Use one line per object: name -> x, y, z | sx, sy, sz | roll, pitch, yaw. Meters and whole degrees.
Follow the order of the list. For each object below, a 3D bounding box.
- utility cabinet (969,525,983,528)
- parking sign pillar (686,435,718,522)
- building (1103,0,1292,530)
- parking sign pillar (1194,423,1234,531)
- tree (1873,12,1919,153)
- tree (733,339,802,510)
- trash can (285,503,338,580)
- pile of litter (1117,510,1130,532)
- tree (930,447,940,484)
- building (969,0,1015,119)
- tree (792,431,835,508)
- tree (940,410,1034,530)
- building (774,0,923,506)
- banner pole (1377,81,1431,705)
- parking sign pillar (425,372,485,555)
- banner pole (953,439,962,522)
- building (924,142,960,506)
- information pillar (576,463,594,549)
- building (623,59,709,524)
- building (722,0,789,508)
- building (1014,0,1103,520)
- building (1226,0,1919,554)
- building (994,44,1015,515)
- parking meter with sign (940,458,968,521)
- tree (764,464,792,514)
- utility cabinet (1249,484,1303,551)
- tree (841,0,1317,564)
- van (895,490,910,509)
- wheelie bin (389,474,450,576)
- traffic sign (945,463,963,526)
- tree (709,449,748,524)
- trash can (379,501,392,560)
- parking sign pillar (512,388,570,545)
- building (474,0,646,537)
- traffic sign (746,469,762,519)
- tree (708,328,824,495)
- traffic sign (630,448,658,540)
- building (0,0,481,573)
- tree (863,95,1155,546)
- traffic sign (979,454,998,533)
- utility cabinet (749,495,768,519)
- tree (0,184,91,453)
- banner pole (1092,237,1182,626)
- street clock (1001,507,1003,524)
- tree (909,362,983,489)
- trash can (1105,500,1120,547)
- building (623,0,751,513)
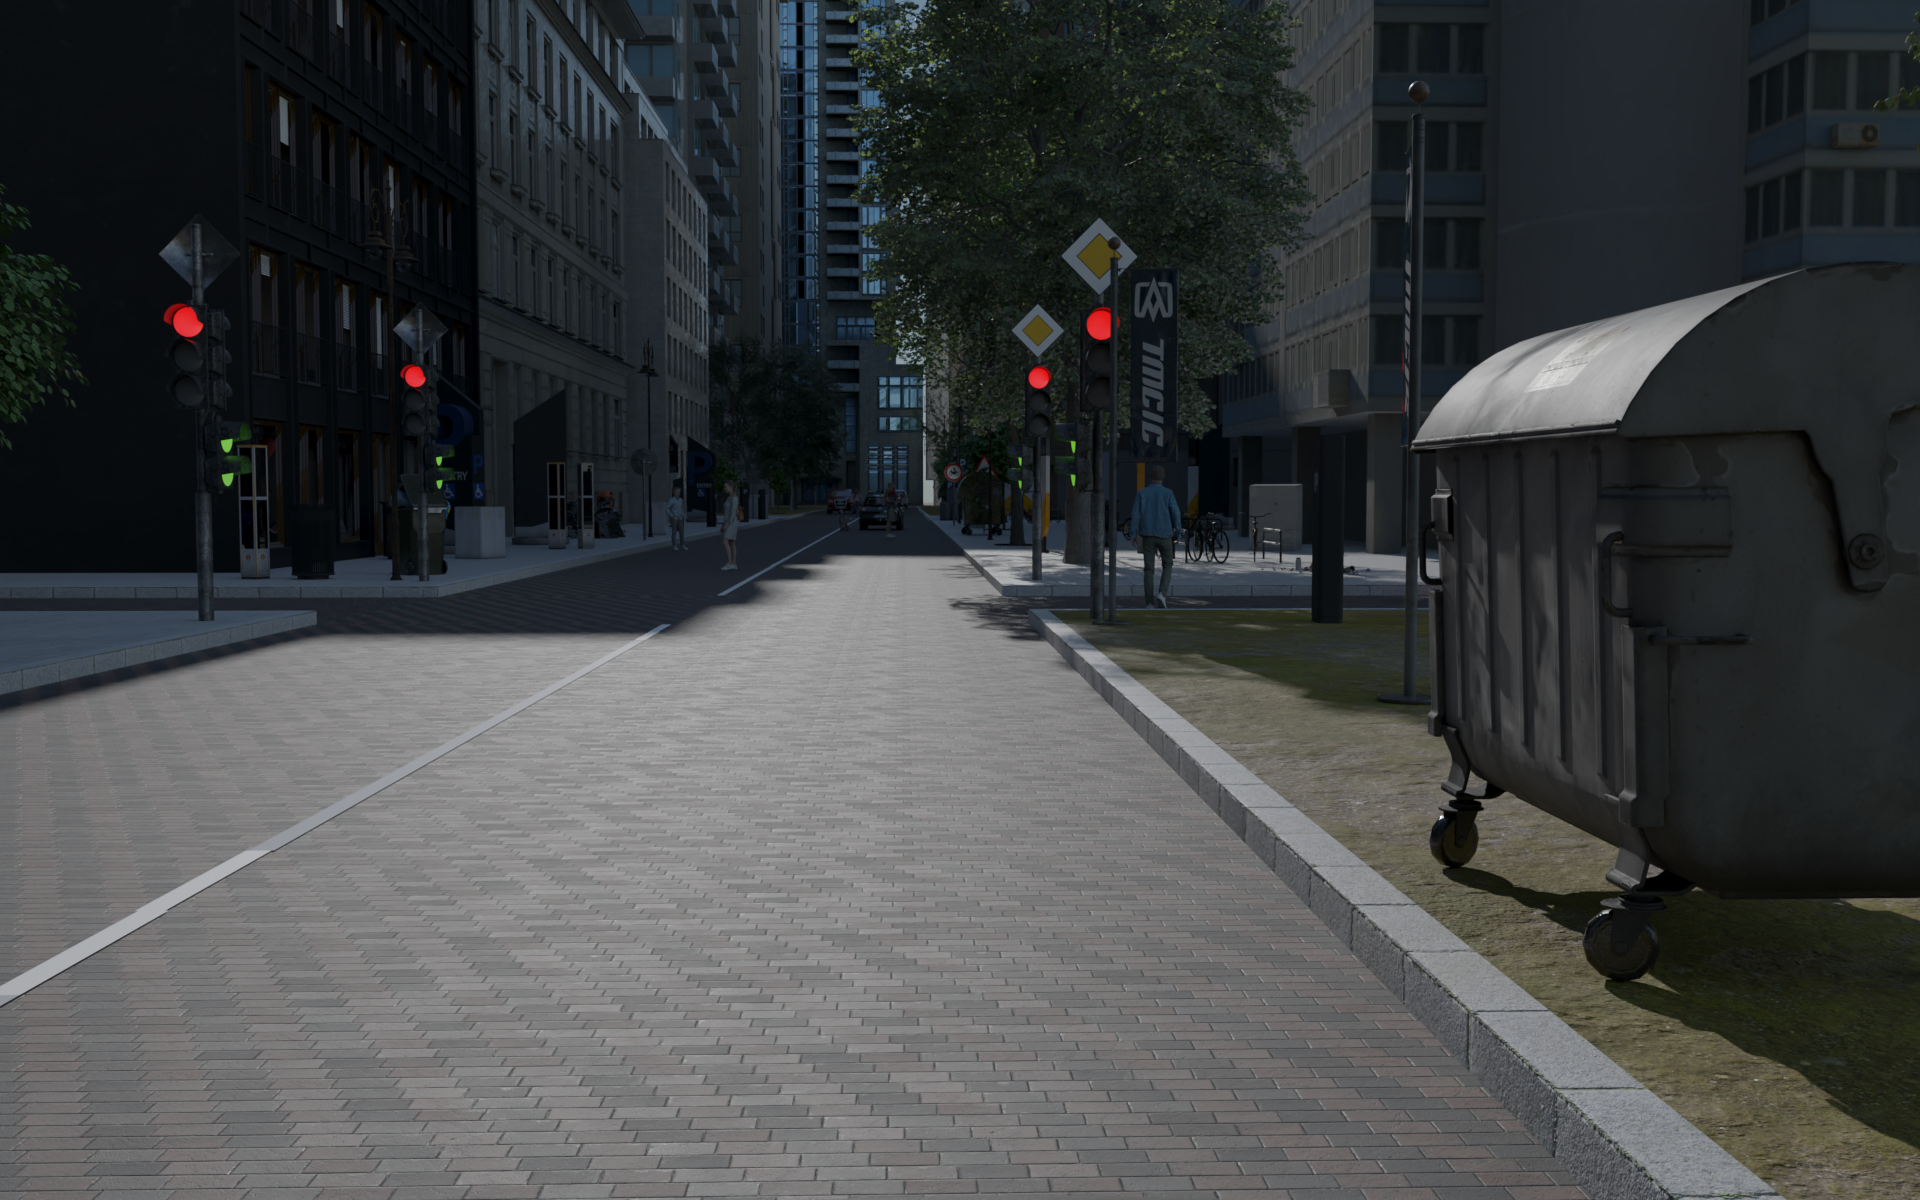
utility cabinet -> 0.611, -3.318, 65.416 | 0.306, 1.237, 1.020 | -1, 4, -18
parking sign pillar -> -11.794, -5.537, 79.010 | 1.447, 3.967, 1.447 | 0, 4, 1
building -> 12.408, -18.169, 68.763 | 14.160, 30.474, 14.107 | 0, 4, -2
parking sign pillar -> 9.001, -4.455, 61.305 | 1.447, 3.967, 1.447 | 2, 4, 29
tree -> 10.107, -3.903, 14.183 | 4.737, 8.622, 4.395 | 0, 3, 0
tree -> -13.479, -14.214, 139.056 | 9.857, 13.997, 8.962 | 0, 3, 0
trash can -> -9.757, -0.883, 26.098 | 0.748, 1.137, 0.748 | 0, 3, 0
pile of litter -> 5.510, -2.787, 59.538 | 1.176, 0.858, 1.719 | 2, 4, 24
tree -> -0.206, -7.415, 104.948 | 4.285, 4.588, 4.351 | 0, 3, 0
building -> 7.524, -28.083, 142.753 | 14.154, 41.232, 14.086 | 0, 4, -2
tree -> -13.407, -12.672, 157.553 | 4.360, 8.622, 3.978 | 0, 3, 0
tree -> 1.562, -4.775, 61.792 | 4.285, 4.588, 4.351 | 0, 3, 0
building -> -19.825, -54.070, 196.709 | 31.000, 86.520, 22.319 | 0, 4, -2
banner pole -> 2.816, -1.273, 10.838 | 0.401, 3.779, 0.863 | 0, 4, 8
parking sign pillar -> -10.903, -2.987, 37.312 | 1.447, 3.967, 1.447 | 1, 4, 23
banner pole -> -0.183, -5.461, 79.304 | 0.401, 3.779, 0.863 | -1, 4, -23
building -> 3.084, -31.249, 194.522 | 14.086, 41.232, 14.154 | 0, 4, -2
information pillar -> -8.802, -2.215, 40.708 | 0.304, 2.012, 0.304 | -2, 4, -34
building -> -18.173, -13.941, 82.689 | 10.420, 20.320, 16.860 | 0, 4, -2
building -> -30.181, -34.763, 157.612 | 27.495, 52.752, 28.713 | 0, 4, -2
building -> 10.191, -26.927, 90.361 | 14.600, 45.320, 14.200 | 0, 4, -2
building -> 19.834, -21.408, 41.898 | 23.993, 40.220, 32.217 | 0, 4, -2
building -> 8.947, -20.984, 114.793 | 14.160, 30.474, 14.107 | 0, 4, -2
parking meter with sign -> -0.333, -5.356, 83.836 | 0.543, 3.016, 1.738 | 2, 4, 34
tree -> -11.672, -7.202, 112.351 | 1.663, 3.219, 1.824 | 0, 3, 0
utility cabinet -> 7.106, -1.856, 39.028 | 1.173, 1.500, 0.318 | 3, 4, 37
tree -> 2.251, -7.635, 31.482 | 9.857, 13.997, 8.962 | 0, 3, 0
van -> -5.837, -9.722, 165.969 | 2.013, 2.044, 4.112 | 0, 4, -1
wheelie bin -> -8.618, -1.200, 27.531 | 0.693, 1.594, 0.980 | 3, 5, 42
traffic sign -> -0.247, -4.311, 70.594 | 0.768, 2.556, 0.104 | 0, 4, -1
tree -> -10.109, -4.879, 74.369 | 1.663, 3.219, 1.824 | 0, 3, 0
trash can -> -11.033, -1.370, 34.060 | 0.748, 1.137, 0.748 | 0, 3, 0
parking sign pillar -> -10.660, -3.393, 43.942 | 1.447, 3.967, 1.447 | -1, 4, -20
building -> -20.850, -13.778, 58.550 | 16.112, 22.955, 30.059 | 0, 4, -2
traffic sign -> -10.669, -5.465, 89.356 | 0.884, 2.594, 0.081 | 0, 4, 6
tree -> -11.699, -9.905, 96.358 | 8.767, 10.594, 7.601 | 0, 4, -2
traffic sign -> -8.756, -2.930, 48.011 | 0.768, 2.556, 0.104 | 0, 4, 1
building -> -17.987, -12.567, 35.144 | 12.332, 23.373, 15.834 | 0, 4, -2
tree -> 1.465, -7.160, 42.828 | 9.928, 11.665, 9.643 | 0, 3, 0
traffic sign -> 0.795, -3.461, 56.586 | 0.884, 2.594, 0.081 | 0, 4, -1
utility cabinet -> -10.445, -4.802, 89.673 | 1.020, 1.237, 0.306 | 0, 4, -3
tree -> -9.252, -1.891, 14.632 | 4.285, 4.588, 4.351 | 0, 3, 0
banner pole -> 1.731, -1.647, 16.944 | 0.863, 3.779, 0.401 | 0, 4, 2
street clock -> 1.728, -4.214, 73.462 | 0.358, 2.002, 0.471 | 0, 4, -7
tree -> -0.393, -8.866, 95.320 | 4.737, 8.622, 4.395 | 0, 3, 0
trash can -> 3.485, -1.844, 41.797 | 0.748, 1.137, 0.748 | 0, 3, 0
building -> -26.617, -30.269, 114.513 | 23.786, 49.044, 30.456 | 0, 4, -2
